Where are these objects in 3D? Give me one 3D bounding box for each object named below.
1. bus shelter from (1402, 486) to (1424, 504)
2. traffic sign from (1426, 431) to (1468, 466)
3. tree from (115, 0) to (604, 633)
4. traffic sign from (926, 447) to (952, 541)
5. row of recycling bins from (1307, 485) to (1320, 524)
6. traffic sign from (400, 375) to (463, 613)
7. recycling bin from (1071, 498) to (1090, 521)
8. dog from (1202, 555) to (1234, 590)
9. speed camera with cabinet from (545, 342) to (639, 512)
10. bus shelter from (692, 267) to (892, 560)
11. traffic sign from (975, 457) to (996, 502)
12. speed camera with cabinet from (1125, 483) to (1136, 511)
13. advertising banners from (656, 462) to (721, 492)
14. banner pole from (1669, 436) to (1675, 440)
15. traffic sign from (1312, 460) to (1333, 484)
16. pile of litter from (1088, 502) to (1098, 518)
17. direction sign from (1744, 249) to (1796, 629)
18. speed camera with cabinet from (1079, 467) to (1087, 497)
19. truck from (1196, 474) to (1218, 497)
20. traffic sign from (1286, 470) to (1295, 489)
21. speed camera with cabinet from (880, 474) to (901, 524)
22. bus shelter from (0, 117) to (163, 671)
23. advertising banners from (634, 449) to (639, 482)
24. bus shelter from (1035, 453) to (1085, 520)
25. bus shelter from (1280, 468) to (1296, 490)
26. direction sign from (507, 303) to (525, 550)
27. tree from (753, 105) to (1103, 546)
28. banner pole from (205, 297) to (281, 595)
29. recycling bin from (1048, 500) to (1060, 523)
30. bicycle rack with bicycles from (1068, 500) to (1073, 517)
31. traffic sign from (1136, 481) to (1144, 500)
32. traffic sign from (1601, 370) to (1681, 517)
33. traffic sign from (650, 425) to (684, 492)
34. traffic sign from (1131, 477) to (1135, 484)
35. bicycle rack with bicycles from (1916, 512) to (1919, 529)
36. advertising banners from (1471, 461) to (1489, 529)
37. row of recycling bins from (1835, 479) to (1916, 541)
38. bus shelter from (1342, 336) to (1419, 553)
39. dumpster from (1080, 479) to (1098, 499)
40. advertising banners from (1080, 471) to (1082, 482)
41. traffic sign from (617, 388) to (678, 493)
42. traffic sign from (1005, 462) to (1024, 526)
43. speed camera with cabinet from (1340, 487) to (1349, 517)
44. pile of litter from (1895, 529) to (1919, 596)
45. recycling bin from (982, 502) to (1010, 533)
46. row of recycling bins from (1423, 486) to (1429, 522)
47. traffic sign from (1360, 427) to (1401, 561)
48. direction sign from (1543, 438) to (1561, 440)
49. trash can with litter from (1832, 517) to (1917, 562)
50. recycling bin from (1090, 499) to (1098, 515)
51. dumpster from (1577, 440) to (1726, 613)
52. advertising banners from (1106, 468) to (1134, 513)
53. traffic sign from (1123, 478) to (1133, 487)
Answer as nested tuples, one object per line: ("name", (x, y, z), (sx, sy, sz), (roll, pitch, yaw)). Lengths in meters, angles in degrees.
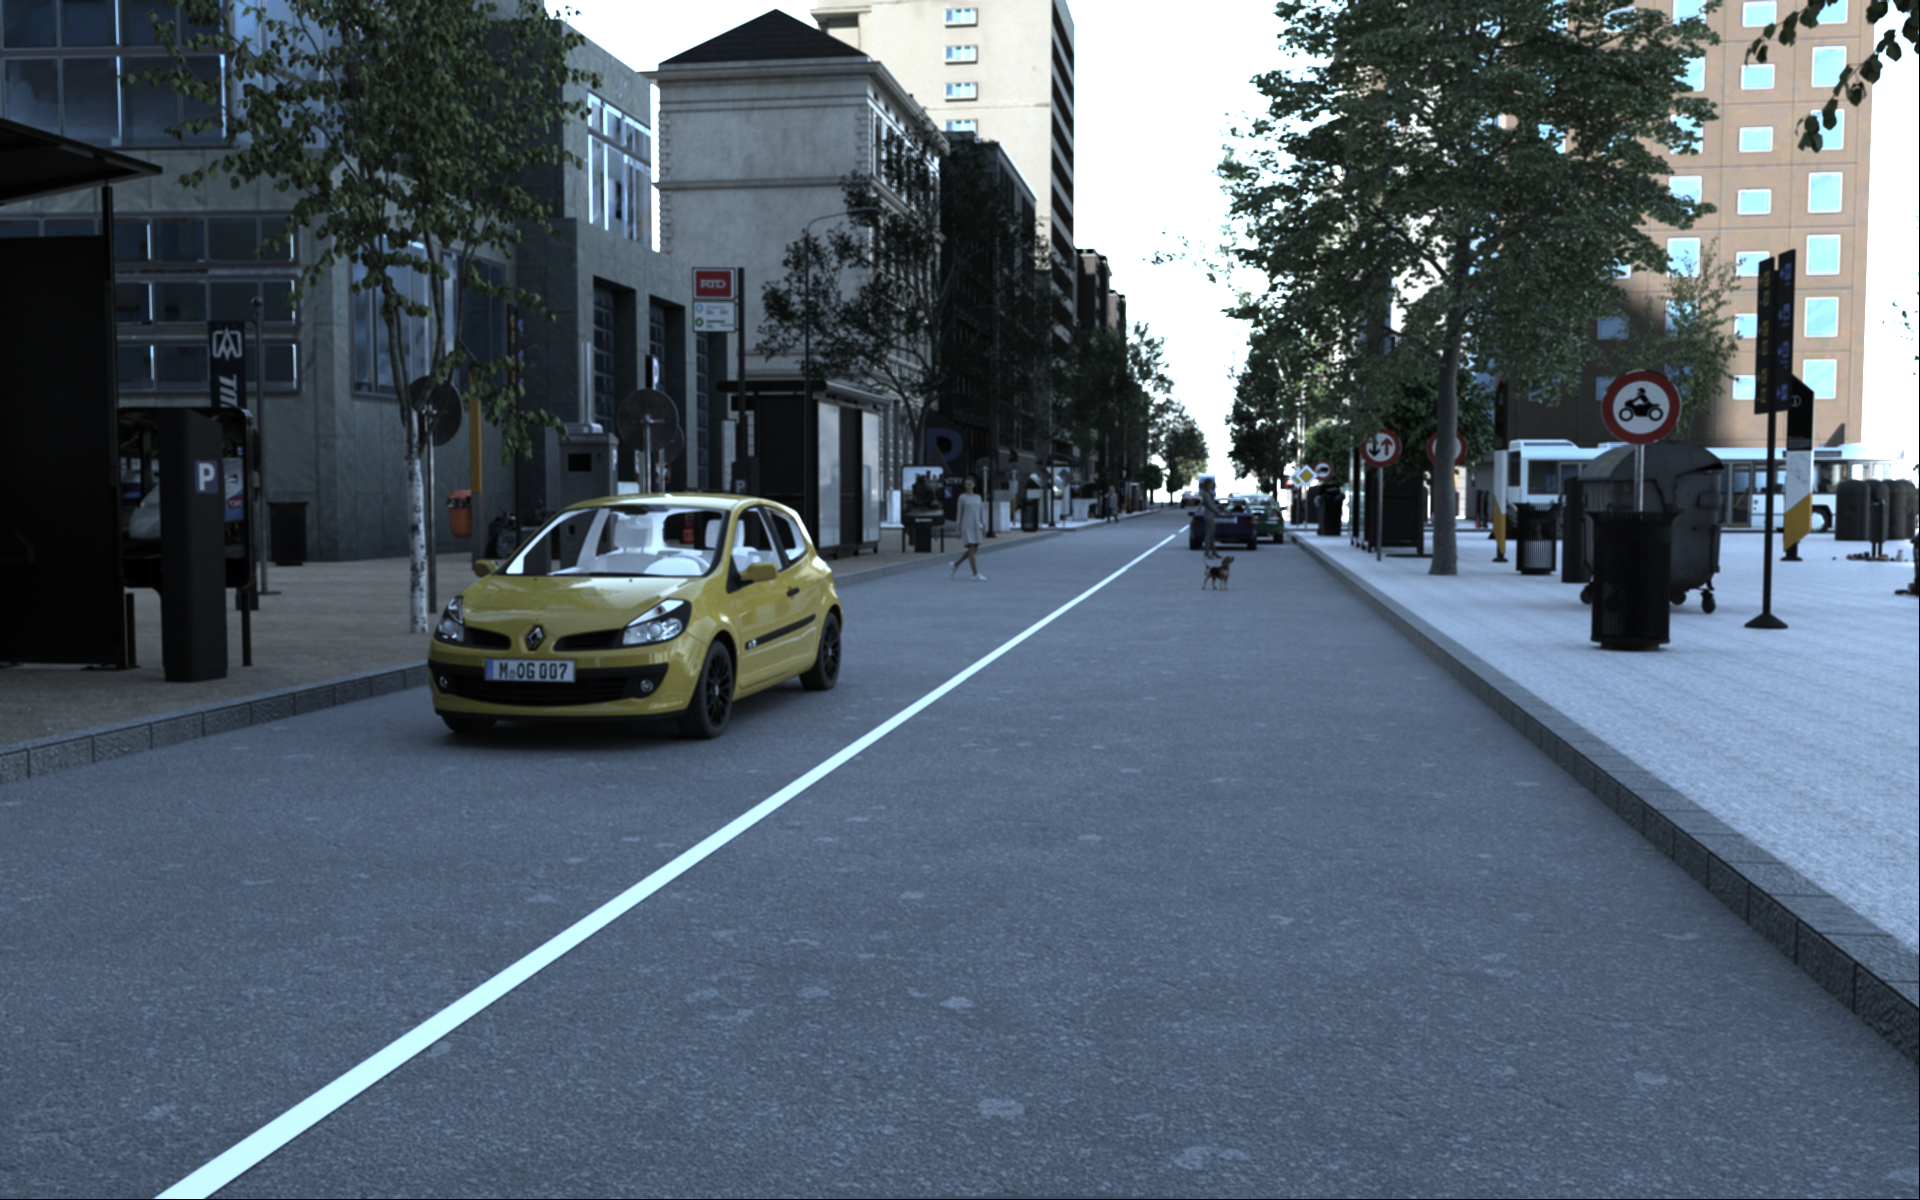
("bus shelter", (12.621, -3.668, 51.258), (1.731, 3.624, 6.357), (1, 4, 9))
("traffic sign", (9.412, -2.045, 33.540), (0.768, 2.556, 0.104), (1, 4, 14))
("tree", (-5.024, -3.985, 15.520), (4.737, 8.622, 4.395), (0, 3, 0))
("traffic sign", (-0.656, -2.913, 47.639), (0.884, 2.594, 0.081), (1, 4, 16))
("row of recycling bins", (15.988, -4.267, 76.884), (1.069, 1.692, 3.534), (1, 4, 16))
("traffic sign", (-5.676, -1.129, 18.569), (0.768, 2.556, 0.104), (1, 4, 16))
("recycling bin", (5.682, -4.241, 81.889), (0.722, 1.027, 0.722), (0, 4, 4))
("dog", (3.867, -0.411, 26.002), (0.540, 0.507, 0.406), (1, 4, 17))
("speed camera with cabinet", (-4.949, -1.777, 23.396), (0.660, 3.252, 2.038), (1, 4, 9))
("bus shelter", (-3.246, -3.404, 33.293), (2.179, 5.291, 8.768), (1, 4, 9))
("traffic sign", (0.874, -3.670, 60.117), (0.768, 2.556, 0.104), (1, 4, 18))
("speed camera with cabinet", (13.349, -8.636, 135.535), (0.660, 3.252, 2.038), (1, 4, 13))
("advertising banners", (-6.941, -2.953, 44.467), (2.074, 3.025, 0.090), (-2, 4, -29))
("banner pole", (26.963, -4.624, 65.627), (0.863, 3.779, 0.401), (-3, 5, -43))
("traffic sign", (13.498, -3.939, 64.507), (0.768, 2.556, 0.104), (1, 4, 13))
("pile of litter", (6.883, -4.770, 91.947), (1.176, 0.858, 1.719), (-1, 4, -14))
("direction sign", (7.748, -1.501, 16.538), (0.379, 3.537, 0.876), (0, 4, 6))
("speed camera with cabinet", (9.631, -7.991, 124.993), (2.038, 3.252, 0.660), (1, 4, 21))
("truck", (33.782, -15.041, 235.681), (2.967, 4.110, 18.799), (1, 4, 9))
("traffic sign", (18.204, -5.767, 94.295), (0.884, 2.594, 0.081), (1, 4, 11))
("speed camera with cabinet", (-3.101, -4.923, 74.825), (2.038, 3.252, 0.660), (-2, 4, -26))
("bus shelter", (-7.051, -1.123, 9.640), (1.731, 3.624, 6.357), (1, 4, 9))
("advertising banners", (-7.366, -2.599, 38.674), (0.090, 3.025, 2.074), (0, 4, 2))
("bus shelter", (5.101, -5.757, 88.049), (2.014, 3.302, 5.546), (1, 4, 9))
("bus shelter", (25.788, -8.631, 135.041), (2.014, 3.302, 5.546), (1, 4, 9))
("direction sign", (-5.383, -1.777, 21.053), (0.379, 3.537, 0.876), (0, 4, -4))
("tree", (-1.222, -6.620, 42.655), (8.767, 10.594, 7.601), (1, 4, 9))
("banner pole", (-9.148, -1.961, 22.082), (0.863, 3.779, 0.401), (0, 4, -1))
("recycling bin", (4.016, -3.893, 76.197), (0.722, 1.027, 0.722), (0, 4, 0))
("bicycle rack with bicycles", (5.709, -5.156, 97.680), (2.852, 0.926, 2.925), (1, 4, 22))
("traffic sign", (14.245, -8.263, 137.228), (0.606, 2.300, 0.079), (1, 4, 17))
("traffic sign", (7.001, -1.086, 17.868), (0.768, 2.556, 0.104), (1, 4, 17))
("traffic sign", (-4.950, -1.755, 28.800), (0.768, 2.556, 0.104), (1, 4, 19))
("traffic sign", (13.040, -8.061, 131.802), (0.884, 2.594, 0.081), (1, 4, 14))
("bicycle rack with bicycles", (35.968, -3.030, 62.925), (2.925, 0.926, 2.852), (0, 4, -7))
("advertising banners", (19.521, -4.215, 65.110), (0.090, 3.025, 2.074), (0, 4, -1))
("row of recycling bins", (25.683, -2.527, 48.428), (3.534, 1.692, 1.069), (-3, 4, -36))
("bus shelter", (10.371, -3.923, 41.778), (2.179, 5.291, 8.768), (1, 4, 9))
("dumpster", (8.427, -6.611, 110.575), (1.502, 2.255, 1.985), (1, 4, 9))
("advertising banners", (8.865, -8.140, 129.269), (0.090, 3.025, 2.074), (1, 4, 16))
("traffic sign", (-3.775, -1.273, 20.920), (0.768, 2.556, 0.104), (1, 4, 9))
("traffic sign", (2.141, -4.187, 68.559), (0.768, 2.556, 0.104), (1, 4, 18))
("speed camera with cabinet", (21.514, -6.288, 97.149), (2.038, 3.252, 0.660), (-2, 4, -27))
("pile of litter", (12.436, -0.475, 21.735), (1.176, 0.858, 1.719), (1, 4, 22))
("recycling bin", (1.195, -2.720, 57.019), (0.722, 1.027, 0.722), (2, 4, 27))
("row of recycling bins", (19.057, -4.011, 72.689), (1.069, 1.692, 3.534), (1, 4, 11))
("traffic sign", (8.020, -2.016, 33.069), (0.768, 2.556, 0.104), (1, 4, 15))
("direction sign", (24.158, -4.819, 70.784), (0.379, 3.537, 0.876), (-2, 4, -29))
("trash can with litter", (17.906, -1.388, 33.744), (1.678, 1.210, 2.233), (1, 4, 16))
("recycling bin", (7.110, -5.017, 94.586), (0.722, 1.027, 0.722), (-2, 4, -30))
("dumpster", (7.714, -0.833, 19.371), (1.264, 1.857, 1.865), (1, 4, 9))
("advertising banners", (10.527, -7.265, 114.975), (2.074, 3.025, 0.090), (0, 4, 3))
("traffic sign", (12.655, -7.994, 130.808), (0.768, 2.556, 0.104), (1, 4, 17))
